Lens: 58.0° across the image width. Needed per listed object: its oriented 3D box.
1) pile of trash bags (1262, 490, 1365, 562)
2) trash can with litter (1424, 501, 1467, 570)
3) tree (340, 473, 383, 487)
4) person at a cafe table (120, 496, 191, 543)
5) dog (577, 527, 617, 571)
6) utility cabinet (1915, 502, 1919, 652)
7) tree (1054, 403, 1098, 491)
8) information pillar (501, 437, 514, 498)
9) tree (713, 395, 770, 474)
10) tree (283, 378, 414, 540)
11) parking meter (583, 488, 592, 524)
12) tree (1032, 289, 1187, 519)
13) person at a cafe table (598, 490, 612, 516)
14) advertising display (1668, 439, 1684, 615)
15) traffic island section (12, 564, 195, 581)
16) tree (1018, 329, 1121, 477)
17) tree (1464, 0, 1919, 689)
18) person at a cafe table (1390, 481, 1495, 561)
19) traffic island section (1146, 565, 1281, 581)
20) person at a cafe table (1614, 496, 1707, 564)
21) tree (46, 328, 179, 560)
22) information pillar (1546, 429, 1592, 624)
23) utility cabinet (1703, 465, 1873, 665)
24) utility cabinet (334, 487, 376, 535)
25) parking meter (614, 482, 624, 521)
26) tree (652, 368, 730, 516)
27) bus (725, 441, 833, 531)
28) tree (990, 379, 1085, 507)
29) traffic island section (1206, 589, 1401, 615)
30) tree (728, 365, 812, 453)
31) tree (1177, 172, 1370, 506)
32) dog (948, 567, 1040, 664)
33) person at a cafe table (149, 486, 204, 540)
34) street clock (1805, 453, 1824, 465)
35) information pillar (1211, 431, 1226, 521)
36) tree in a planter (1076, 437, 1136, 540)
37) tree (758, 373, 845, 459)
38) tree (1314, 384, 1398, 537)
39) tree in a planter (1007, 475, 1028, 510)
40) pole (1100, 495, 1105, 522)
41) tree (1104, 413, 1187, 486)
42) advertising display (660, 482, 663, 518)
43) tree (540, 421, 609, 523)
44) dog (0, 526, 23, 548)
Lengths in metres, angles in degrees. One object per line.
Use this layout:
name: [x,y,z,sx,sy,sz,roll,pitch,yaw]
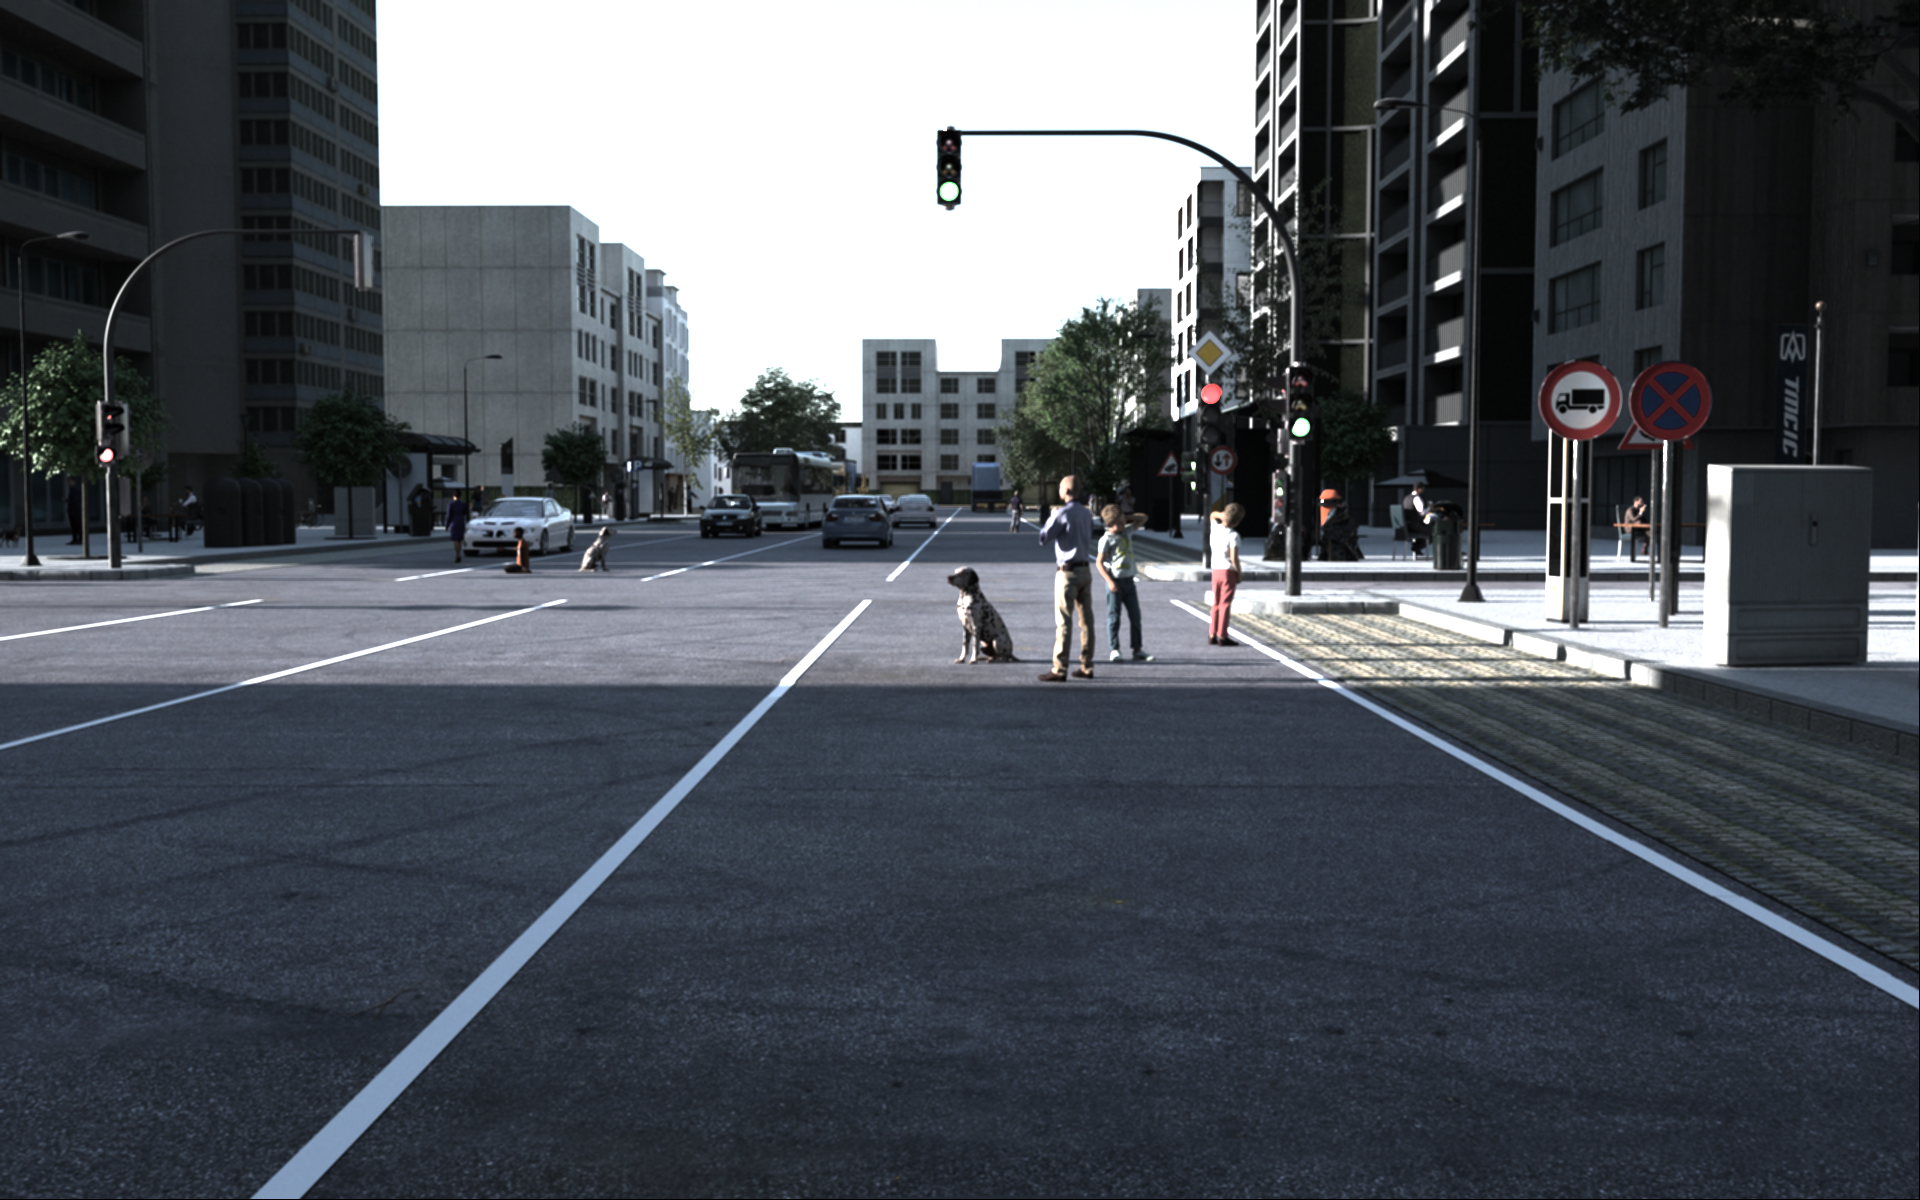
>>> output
pile of trash bags: [7.110,-1.502,34.318,1.912,1.369,3.447,1,4,20]
trash can with litter: [8.264,-1.103,29.416,0.624,1.170,1.055,1,4,23]
tree: [-22.167,-4.236,63.864,1.663,3.219,1.824,0,3,0]
person at a cafe table: [-21.712,-2.173,46.391,1.698,1.238,1.726,-3,4,-36]
dog: [-6.876,-0.948,32.343,0.800,0.831,0.513,2,4,24]
utility cabinet: [8.298,-0.169,13.925,1.020,1.237,0.306,1,4,11]
tree: [8.394,-10.798,126.910,4.737,8.622,4.395,0,3,0]
information pillar: [-18.628,-4.892,71.344,0.504,3.616,0.183,0,4,-7]
tree: [-17.088,-11.263,134.512,4.360,8.622,3.978,0,3,0]
tree: [-17.454,-4.011,49.291,4.285,4.588,4.351,0,3,0]
parking meter: [-16.055,-4.053,74.674,0.372,1.533,0.369,0,3,0]
tree: [7.633,-9.938,88.243,9.928,11.665,9.643,0,3,0]
person at a cafe table: [-20.315,-5.674,101.285,1.622,1.524,1.698,1,4,14]
advertising display: [7.708,-0.823,18.671,0.123,1.923,0.974,2,4,23]
traffic island section: [-14.673,-0.475,30.043,2.009,0.180,2.903,0,4,0]
tree: [7.377,-12.124,116.360,7.486,12.596,7.792,0,3,0]
tree: [6.796,-4.689,11.076,7.601,10.594,8.767,0,4,-6]
person at a cafe table: [9.118,-1.523,33.414,1.622,1.524,1.698,-1,4,-18]
traffic island section: [4.287,-0.465,29.880,2.009,0.180,2.903,0,4,0]
person at a cafe table: [13.133,-1.335,32.691,1.698,1.238,1.726,-1,4,-18]
tree: [-17.240,-3.088,34.208,4.285,4.588,4.351,0,3,0]
information pillar: [6.070,-0.781,17.262,0.304,2.012,0.304,-1,4,-13]
utility cabinet: [6.207,-0.263,12.972,1.173,1.500,0.318,-1,4,-11]
utility cabinet: [-18.658,-2.737,53.427,1.173,1.500,0.318,0,4,1]
parking meter: [-16.174,-4.680,82.232,0.399,1.863,0.255,-2,4,-31]
tree: [-15.930,-9.274,101.985,4.737,8.622,4.395,0,3,0]
bus: [-7.138,-4.629,70.539,2.948,3.499,13.247,0,4,2]
tree: [8.942,-16.048,179.397,9.611,12.733,9.660,0,3,0]
traffic island section: [4.221,0.024,21.895,2.009,0.180,2.903,0,4,0]
tree: [-16.655,-14.354,152.822,7.486,12.596,7.792,0,3,0]
tree: [7.154,-5.416,38.917,4.360,8.622,3.978,0,3,0]
dog: [0.317,0.131,14.701,0.800,0.831,0.513,0,4,6]
person at a cafe table: [-22.087,-2.466,48.842,1.622,1.524,1.698,-1,4,-21]
street clock: [14.867,-1.582,30.430,0.358,2.002,0.471,-2,4,-29]
information pillar: [8.488,-4.012,56.946,0.504,3.616,0.183,0,4,-3]
tree in a planter: [4.504,-3.516,54.711,1.991,3.239,1.994,0,4,0]
tree: [-16.774,-16.821,181.674,9.857,13.997,8.962,0,3,0]
tree: [11.452,-4.169,51.873,4.285,4.588,4.351,0,3,0]
tree in a planter: [5.370,-9.930,159.582,1.991,3.239,1.994,0,4,0]
pole: [6.524,-5.222,79.220,0.158,3.312,0.155,0,3,0]
tree: [7.458,-5.265,69.795,4.285,4.588,4.351,0,3,0]
advertising display: [-15.981,-5.356,92.781,0.123,1.923,0.974,-1,4,-12]
tree: [-17.240,-5.729,77.379,4.285,4.588,4.351,0,3,0]
dog: [-22.790,-1.514,41.577,0.540,0.507,0.406,-2,4,-25]
